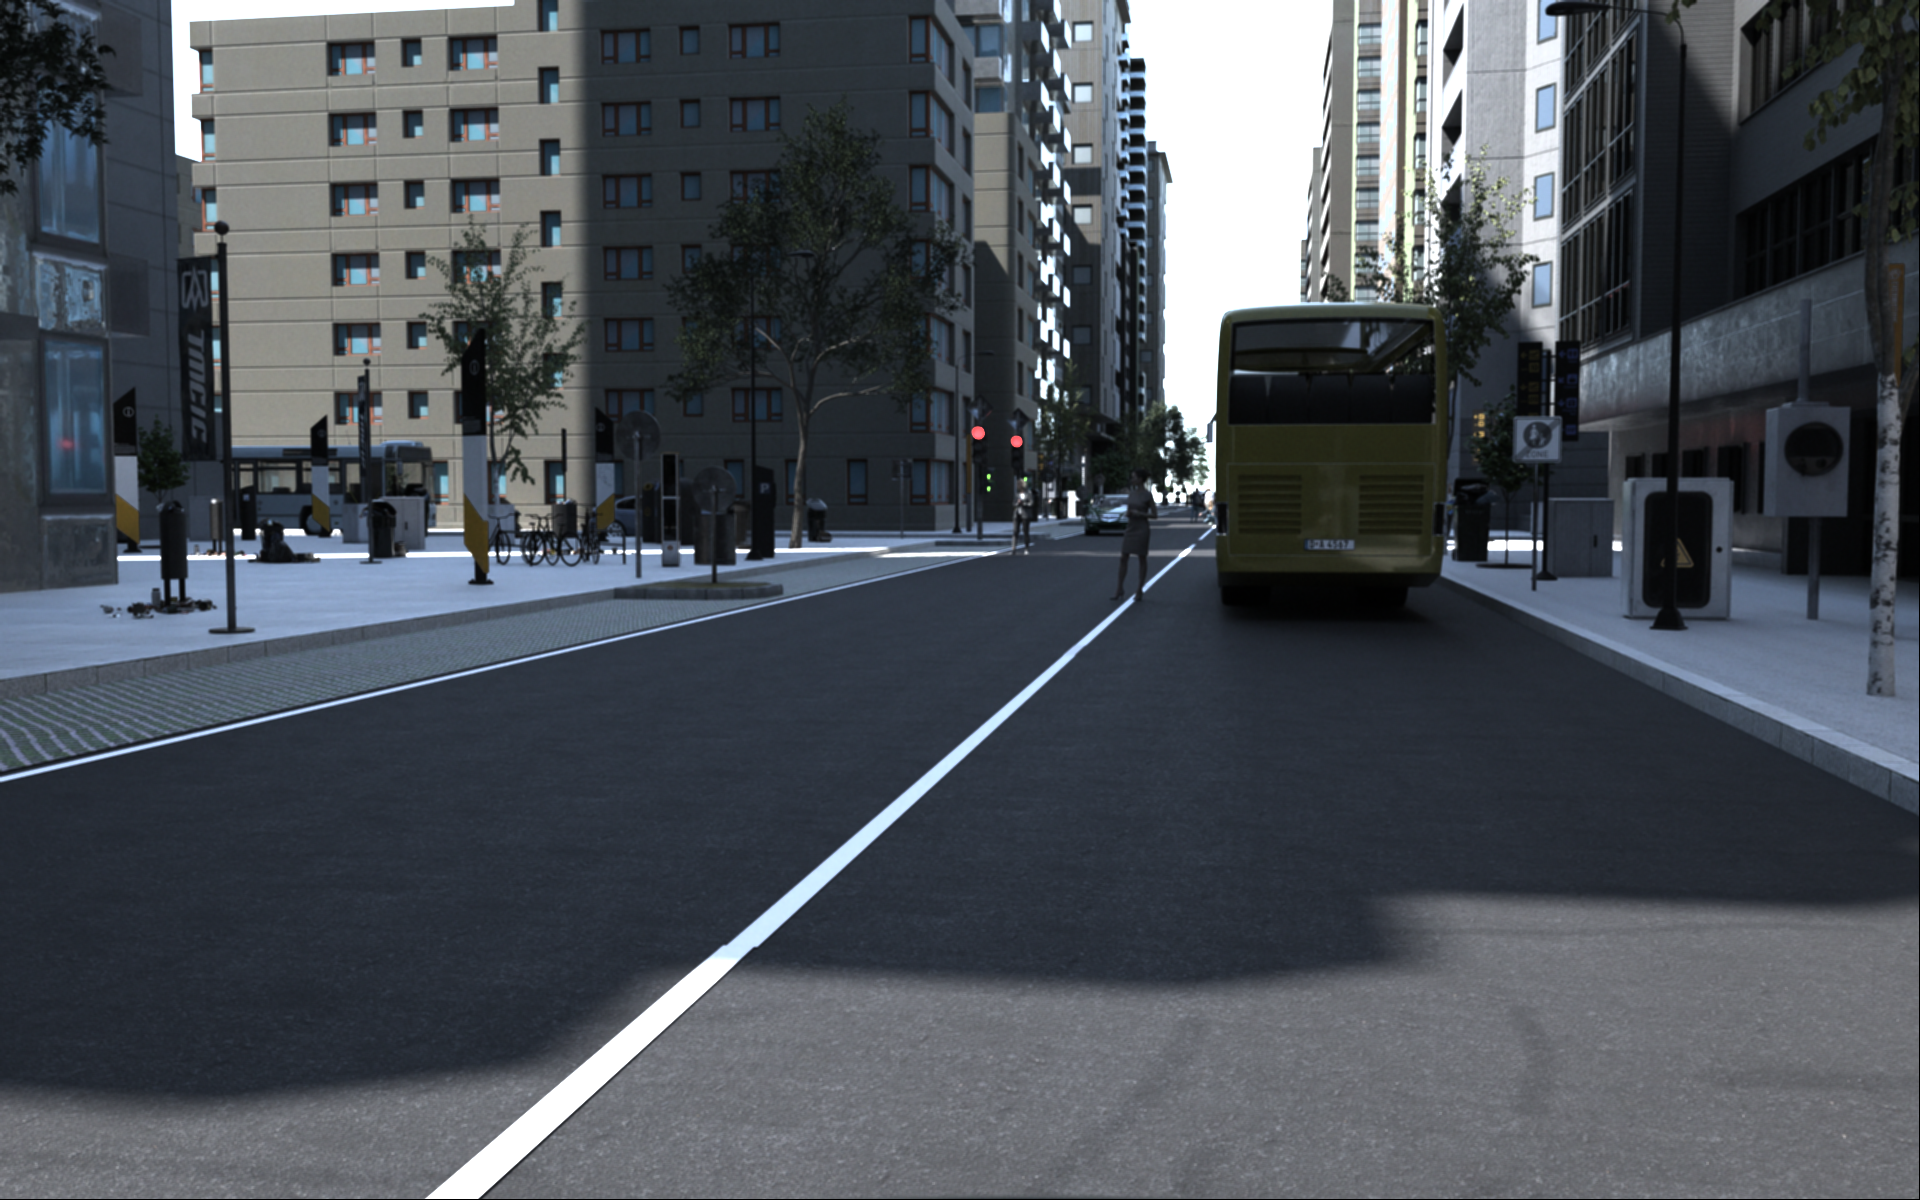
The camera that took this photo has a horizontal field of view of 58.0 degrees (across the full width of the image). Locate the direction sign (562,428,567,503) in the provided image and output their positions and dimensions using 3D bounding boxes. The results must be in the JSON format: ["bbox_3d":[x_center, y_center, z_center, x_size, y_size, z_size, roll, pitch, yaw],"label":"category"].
[{"bbox_3d":[-13.710,-4.162,60.048,0.379,3.537,0.876,0,4,-5],"label":"direction sign"}]

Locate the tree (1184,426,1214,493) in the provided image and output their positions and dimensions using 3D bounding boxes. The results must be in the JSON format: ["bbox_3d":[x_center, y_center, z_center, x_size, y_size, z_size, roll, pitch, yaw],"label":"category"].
[{"bbox_3d":[38.498,-22.634,288.198,7.486,12.596,7.792,0,3,0],"label":"tree"}]

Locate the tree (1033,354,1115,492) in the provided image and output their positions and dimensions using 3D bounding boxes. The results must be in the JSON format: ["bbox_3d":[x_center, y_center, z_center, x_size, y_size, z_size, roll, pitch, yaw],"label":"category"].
[{"bbox_3d":[5.266,-8.625,91.377,4.737,8.622,4.395,0,3,0],"label":"tree"}]

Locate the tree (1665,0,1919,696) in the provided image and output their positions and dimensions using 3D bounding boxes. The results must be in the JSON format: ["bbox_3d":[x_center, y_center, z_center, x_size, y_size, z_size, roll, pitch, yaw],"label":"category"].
[{"bbox_3d":[6.066,-3.687,10.648,4.737,8.622,4.395,0,3,0],"label":"tree"}]

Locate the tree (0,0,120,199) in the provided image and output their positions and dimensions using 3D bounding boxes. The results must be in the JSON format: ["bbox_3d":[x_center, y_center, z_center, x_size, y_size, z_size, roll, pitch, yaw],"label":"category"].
[{"bbox_3d":[-7.798,-4.560,8.963,7.601,10.594,8.767,0,4,5],"label":"tree"}]

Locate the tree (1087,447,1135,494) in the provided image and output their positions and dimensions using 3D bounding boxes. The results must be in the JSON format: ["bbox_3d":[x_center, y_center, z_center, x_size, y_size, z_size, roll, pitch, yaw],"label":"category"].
[{"bbox_3d":[10.432,-8.314,119.644,4.285,4.588,4.351,0,3,0],"label":"tree"}]

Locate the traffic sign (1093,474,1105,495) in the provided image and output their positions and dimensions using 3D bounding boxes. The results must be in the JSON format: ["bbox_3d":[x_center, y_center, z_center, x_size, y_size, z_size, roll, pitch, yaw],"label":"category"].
[{"bbox_3d":[8.796,-6.690,109.488,0.768,2.556,0.104,1,4,18],"label":"traffic sign"}]

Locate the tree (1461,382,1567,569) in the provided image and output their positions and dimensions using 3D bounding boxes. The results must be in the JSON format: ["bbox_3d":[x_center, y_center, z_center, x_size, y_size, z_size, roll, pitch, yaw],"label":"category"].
[{"bbox_3d":[9.674,-2.173,30.125,1.663,3.219,1.824,0,3,0],"label":"tree"}]

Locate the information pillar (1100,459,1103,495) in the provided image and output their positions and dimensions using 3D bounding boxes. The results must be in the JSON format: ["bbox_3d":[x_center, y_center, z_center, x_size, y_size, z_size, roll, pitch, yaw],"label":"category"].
[{"bbox_3d":[9.433,-7.598,115.588,0.183,3.616,0.504,-1,4,-10],"label":"information pillar"}]

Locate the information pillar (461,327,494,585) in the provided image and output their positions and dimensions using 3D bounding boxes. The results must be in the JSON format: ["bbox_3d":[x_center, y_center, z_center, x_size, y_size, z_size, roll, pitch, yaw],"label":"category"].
[{"bbox_3d":[-6.880,-2.033,24.589,0.504,3.616,0.183,3,5,40],"label":"information pillar"}]

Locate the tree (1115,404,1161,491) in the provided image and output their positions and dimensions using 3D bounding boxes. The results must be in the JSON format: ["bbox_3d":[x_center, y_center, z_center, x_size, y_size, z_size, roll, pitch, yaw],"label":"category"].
[{"bbox_3d":[14.425,-11.798,143.263,4.737,8.622,4.395,0,3,0],"label":"tree"}]

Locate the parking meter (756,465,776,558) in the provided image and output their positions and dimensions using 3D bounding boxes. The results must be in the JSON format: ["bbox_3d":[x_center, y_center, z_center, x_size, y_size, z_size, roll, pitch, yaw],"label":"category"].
[{"bbox_3d":[-3.895,-1.779,34.798,0.399,1.863,0.255,0,4,-1],"label":"parking meter"}]

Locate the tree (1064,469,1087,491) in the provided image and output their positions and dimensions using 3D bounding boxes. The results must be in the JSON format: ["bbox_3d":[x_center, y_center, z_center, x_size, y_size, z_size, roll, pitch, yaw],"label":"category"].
[{"bbox_3d":[8.569,-8.253,129.537,1.663,3.219,1.824,0,3,0],"label":"tree"}]

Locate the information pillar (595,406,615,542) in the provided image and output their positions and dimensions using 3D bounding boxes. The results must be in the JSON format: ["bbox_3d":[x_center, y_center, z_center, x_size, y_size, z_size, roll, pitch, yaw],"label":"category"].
[{"bbox_3d":[-9.489,-3.357,46.238,0.504,3.616,0.183,0,4,-1],"label":"information pillar"}]

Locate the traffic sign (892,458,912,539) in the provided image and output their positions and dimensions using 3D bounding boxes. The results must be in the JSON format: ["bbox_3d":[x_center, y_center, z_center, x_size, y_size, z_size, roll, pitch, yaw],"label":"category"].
[{"bbox_3d":[-1.668,-2.913,49.754,0.606,2.300,0.079,1,4,14],"label":"traffic sign"}]

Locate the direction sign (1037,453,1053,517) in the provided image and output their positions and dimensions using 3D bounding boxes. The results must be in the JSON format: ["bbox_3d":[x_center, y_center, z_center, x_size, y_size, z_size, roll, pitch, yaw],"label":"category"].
[{"bbox_3d":[4.685,-6.303,95.053,0.876,3.537,0.379,0,4,-5],"label":"direction sign"}]

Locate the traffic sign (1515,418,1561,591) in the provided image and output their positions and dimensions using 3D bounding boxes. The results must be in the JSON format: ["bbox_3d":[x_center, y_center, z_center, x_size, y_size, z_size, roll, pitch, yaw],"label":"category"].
[{"bbox_3d":[7.617,-1.271,22.916,0.606,2.300,0.079,1,4,10],"label":"traffic sign"}]

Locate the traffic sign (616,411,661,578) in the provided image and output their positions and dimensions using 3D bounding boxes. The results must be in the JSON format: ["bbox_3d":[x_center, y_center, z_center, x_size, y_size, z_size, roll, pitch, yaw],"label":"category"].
[{"bbox_3d":[-4.921,-1.611,26.445,0.768,2.556,0.104,1,4,19],"label":"traffic sign"}]

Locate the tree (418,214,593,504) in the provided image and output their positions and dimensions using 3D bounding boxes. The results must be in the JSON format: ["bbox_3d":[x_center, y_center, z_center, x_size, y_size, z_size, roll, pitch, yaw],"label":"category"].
[{"bbox_3d":[-12.236,-5.877,46.457,4.737,8.622,4.395,0,3,0],"label":"tree"}]

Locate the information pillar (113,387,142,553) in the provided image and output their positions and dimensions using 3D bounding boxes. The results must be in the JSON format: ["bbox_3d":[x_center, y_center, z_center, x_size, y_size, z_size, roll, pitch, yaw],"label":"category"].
[{"bbox_3d":[-18.157,-2.835,37.713,0.504,3.616,0.183,-3,4,-36],"label":"information pillar"}]

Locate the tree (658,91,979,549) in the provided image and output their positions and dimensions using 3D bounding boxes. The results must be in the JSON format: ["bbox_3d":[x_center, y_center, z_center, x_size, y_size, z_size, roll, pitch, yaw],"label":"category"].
[{"bbox_3d":[-3.557,-6.468,40.159,7.601,10.594,8.767,2,4,23],"label":"tree"}]

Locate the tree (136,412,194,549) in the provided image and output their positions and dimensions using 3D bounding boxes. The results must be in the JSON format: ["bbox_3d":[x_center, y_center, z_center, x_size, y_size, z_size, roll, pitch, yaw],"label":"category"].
[{"bbox_3d":[-19.084,-2.838,40.997,1.663,3.219,1.824,0,3,0],"label":"tree"}]

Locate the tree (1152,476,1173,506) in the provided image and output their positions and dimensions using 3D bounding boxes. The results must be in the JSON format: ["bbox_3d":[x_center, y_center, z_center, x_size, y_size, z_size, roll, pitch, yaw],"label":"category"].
[{"bbox_3d":[25.221,-13.505,215.411,1.663,3.219,1.824,0,3,0],"label":"tree"}]

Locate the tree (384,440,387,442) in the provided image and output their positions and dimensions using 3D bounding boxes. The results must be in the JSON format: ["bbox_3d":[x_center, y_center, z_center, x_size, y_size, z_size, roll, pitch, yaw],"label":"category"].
[{"bbox_3d":[-20.166,-4.073,61.191,1.663,3.219,1.824,0,3,0],"label":"tree"}]

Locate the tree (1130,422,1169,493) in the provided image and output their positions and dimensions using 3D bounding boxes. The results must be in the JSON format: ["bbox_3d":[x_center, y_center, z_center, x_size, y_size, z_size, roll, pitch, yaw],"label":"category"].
[{"bbox_3d":[18.905,-13.486,170.854,4.360,8.622,3.978,0,3,0],"label":"tree"}]

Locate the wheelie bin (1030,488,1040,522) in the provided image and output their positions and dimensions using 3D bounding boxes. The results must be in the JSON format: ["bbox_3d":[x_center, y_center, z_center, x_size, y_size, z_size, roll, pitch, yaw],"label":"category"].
[{"bbox_3d":[3.339,-4.391,79.695,0.693,1.594,0.980,0,4,3],"label":"wheelie bin"}]

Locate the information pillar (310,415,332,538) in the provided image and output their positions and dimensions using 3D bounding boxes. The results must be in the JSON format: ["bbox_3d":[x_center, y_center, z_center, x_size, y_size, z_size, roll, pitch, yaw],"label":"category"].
[{"bbox_3d":[-18.855,-3.653,51.075,0.504,3.616,0.183,0,4,-4],"label":"information pillar"}]

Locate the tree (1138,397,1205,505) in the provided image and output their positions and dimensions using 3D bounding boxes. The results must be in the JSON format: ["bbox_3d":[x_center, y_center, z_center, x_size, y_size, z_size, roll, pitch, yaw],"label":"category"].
[{"bbox_3d":[24.195,-17.622,205.129,9.611,12.733,9.660,0,3,0],"label":"tree"}]

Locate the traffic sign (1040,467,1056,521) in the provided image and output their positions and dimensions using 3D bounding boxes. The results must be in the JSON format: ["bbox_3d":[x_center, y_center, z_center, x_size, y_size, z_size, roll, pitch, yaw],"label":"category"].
[{"bbox_3d":[4.162,-5.034,82.415,0.768,2.556,0.104,1,4,17],"label":"traffic sign"}]

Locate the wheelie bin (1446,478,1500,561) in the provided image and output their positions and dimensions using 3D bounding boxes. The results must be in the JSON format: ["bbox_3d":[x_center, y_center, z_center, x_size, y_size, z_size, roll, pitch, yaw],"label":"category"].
[{"bbox_3d":[9.811,-1.541,33.105,0.980,1.594,0.693,0,4,8],"label":"wheelie bin"}]

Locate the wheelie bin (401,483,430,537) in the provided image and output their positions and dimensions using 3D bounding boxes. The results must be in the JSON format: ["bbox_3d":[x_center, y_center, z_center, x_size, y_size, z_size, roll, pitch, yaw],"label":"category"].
[{"bbox_3d":[-16.162,-2.665,51.481,0.693,1.594,0.980,2,4,26],"label":"wheelie bin"}]

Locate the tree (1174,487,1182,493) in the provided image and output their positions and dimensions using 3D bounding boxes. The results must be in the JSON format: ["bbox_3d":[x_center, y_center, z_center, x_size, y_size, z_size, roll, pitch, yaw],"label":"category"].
[{"bbox_3d":[28.204,-14.497,231.627,1.663,3.219,1.824,0,3,0],"label":"tree"}]

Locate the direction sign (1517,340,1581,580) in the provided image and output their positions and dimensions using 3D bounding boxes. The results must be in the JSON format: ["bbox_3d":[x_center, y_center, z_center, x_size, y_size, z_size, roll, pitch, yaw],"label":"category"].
[{"bbox_3d":[8.733,-2.066,25.780,0.876,3.537,0.379,1,4,22],"label":"direction sign"}]

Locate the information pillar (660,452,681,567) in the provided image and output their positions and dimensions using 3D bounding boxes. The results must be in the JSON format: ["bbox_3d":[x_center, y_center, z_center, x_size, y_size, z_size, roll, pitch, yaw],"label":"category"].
[{"bbox_3d":[-5.110,-1.597,30.597,0.304,2.012,0.304,0,4,-3],"label":"information pillar"}]

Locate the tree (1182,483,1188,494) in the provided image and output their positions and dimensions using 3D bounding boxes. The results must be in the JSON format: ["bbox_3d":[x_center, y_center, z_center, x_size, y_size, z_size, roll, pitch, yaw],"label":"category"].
[{"bbox_3d":[34.724,-16.750,268.465,1.663,3.219,1.824,0,3,0],"label":"tree"}]

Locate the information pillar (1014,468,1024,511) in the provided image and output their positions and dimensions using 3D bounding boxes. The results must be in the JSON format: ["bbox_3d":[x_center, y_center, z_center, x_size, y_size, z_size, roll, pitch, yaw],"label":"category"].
[{"bbox_3d":[2.658,-5.318,78.296,0.504,3.616,0.183,-2,4,-32],"label":"information pillar"}]

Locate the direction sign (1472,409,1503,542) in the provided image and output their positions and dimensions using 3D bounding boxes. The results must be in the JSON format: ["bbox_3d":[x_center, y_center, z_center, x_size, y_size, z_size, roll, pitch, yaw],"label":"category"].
[{"bbox_3d":[14.143,-3.324,46.339,0.876,3.537,0.379,2,4,25],"label":"direction sign"}]

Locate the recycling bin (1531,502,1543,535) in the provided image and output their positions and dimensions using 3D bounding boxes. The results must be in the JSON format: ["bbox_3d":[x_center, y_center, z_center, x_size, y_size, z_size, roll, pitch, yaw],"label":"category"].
[{"bbox_3d":[18.366,-2.563,54.453,0.722,1.027,0.722,2,4,25],"label":"recycling bin"}]

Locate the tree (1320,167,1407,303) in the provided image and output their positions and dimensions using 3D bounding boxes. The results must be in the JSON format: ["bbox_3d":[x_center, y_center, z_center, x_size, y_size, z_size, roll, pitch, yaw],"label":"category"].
[{"bbox_3d":[10.057,-5.269,36.515,4.737,8.622,4.395,0,3,0],"label":"tree"}]

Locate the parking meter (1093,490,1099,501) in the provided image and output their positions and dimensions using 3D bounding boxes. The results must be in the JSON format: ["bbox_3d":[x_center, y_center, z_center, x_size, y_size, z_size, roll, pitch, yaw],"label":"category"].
[{"bbox_3d":[8.938,-6.457,113.981,0.372,1.533,0.369,0,3,0],"label":"parking meter"}]

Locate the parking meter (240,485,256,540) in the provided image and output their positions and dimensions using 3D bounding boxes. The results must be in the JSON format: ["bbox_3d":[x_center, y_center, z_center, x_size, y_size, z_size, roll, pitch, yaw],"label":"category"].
[{"bbox_3d":[-19.830,-2.436,48.242,0.372,1.533,0.369,0,3,0],"label":"parking meter"}]
